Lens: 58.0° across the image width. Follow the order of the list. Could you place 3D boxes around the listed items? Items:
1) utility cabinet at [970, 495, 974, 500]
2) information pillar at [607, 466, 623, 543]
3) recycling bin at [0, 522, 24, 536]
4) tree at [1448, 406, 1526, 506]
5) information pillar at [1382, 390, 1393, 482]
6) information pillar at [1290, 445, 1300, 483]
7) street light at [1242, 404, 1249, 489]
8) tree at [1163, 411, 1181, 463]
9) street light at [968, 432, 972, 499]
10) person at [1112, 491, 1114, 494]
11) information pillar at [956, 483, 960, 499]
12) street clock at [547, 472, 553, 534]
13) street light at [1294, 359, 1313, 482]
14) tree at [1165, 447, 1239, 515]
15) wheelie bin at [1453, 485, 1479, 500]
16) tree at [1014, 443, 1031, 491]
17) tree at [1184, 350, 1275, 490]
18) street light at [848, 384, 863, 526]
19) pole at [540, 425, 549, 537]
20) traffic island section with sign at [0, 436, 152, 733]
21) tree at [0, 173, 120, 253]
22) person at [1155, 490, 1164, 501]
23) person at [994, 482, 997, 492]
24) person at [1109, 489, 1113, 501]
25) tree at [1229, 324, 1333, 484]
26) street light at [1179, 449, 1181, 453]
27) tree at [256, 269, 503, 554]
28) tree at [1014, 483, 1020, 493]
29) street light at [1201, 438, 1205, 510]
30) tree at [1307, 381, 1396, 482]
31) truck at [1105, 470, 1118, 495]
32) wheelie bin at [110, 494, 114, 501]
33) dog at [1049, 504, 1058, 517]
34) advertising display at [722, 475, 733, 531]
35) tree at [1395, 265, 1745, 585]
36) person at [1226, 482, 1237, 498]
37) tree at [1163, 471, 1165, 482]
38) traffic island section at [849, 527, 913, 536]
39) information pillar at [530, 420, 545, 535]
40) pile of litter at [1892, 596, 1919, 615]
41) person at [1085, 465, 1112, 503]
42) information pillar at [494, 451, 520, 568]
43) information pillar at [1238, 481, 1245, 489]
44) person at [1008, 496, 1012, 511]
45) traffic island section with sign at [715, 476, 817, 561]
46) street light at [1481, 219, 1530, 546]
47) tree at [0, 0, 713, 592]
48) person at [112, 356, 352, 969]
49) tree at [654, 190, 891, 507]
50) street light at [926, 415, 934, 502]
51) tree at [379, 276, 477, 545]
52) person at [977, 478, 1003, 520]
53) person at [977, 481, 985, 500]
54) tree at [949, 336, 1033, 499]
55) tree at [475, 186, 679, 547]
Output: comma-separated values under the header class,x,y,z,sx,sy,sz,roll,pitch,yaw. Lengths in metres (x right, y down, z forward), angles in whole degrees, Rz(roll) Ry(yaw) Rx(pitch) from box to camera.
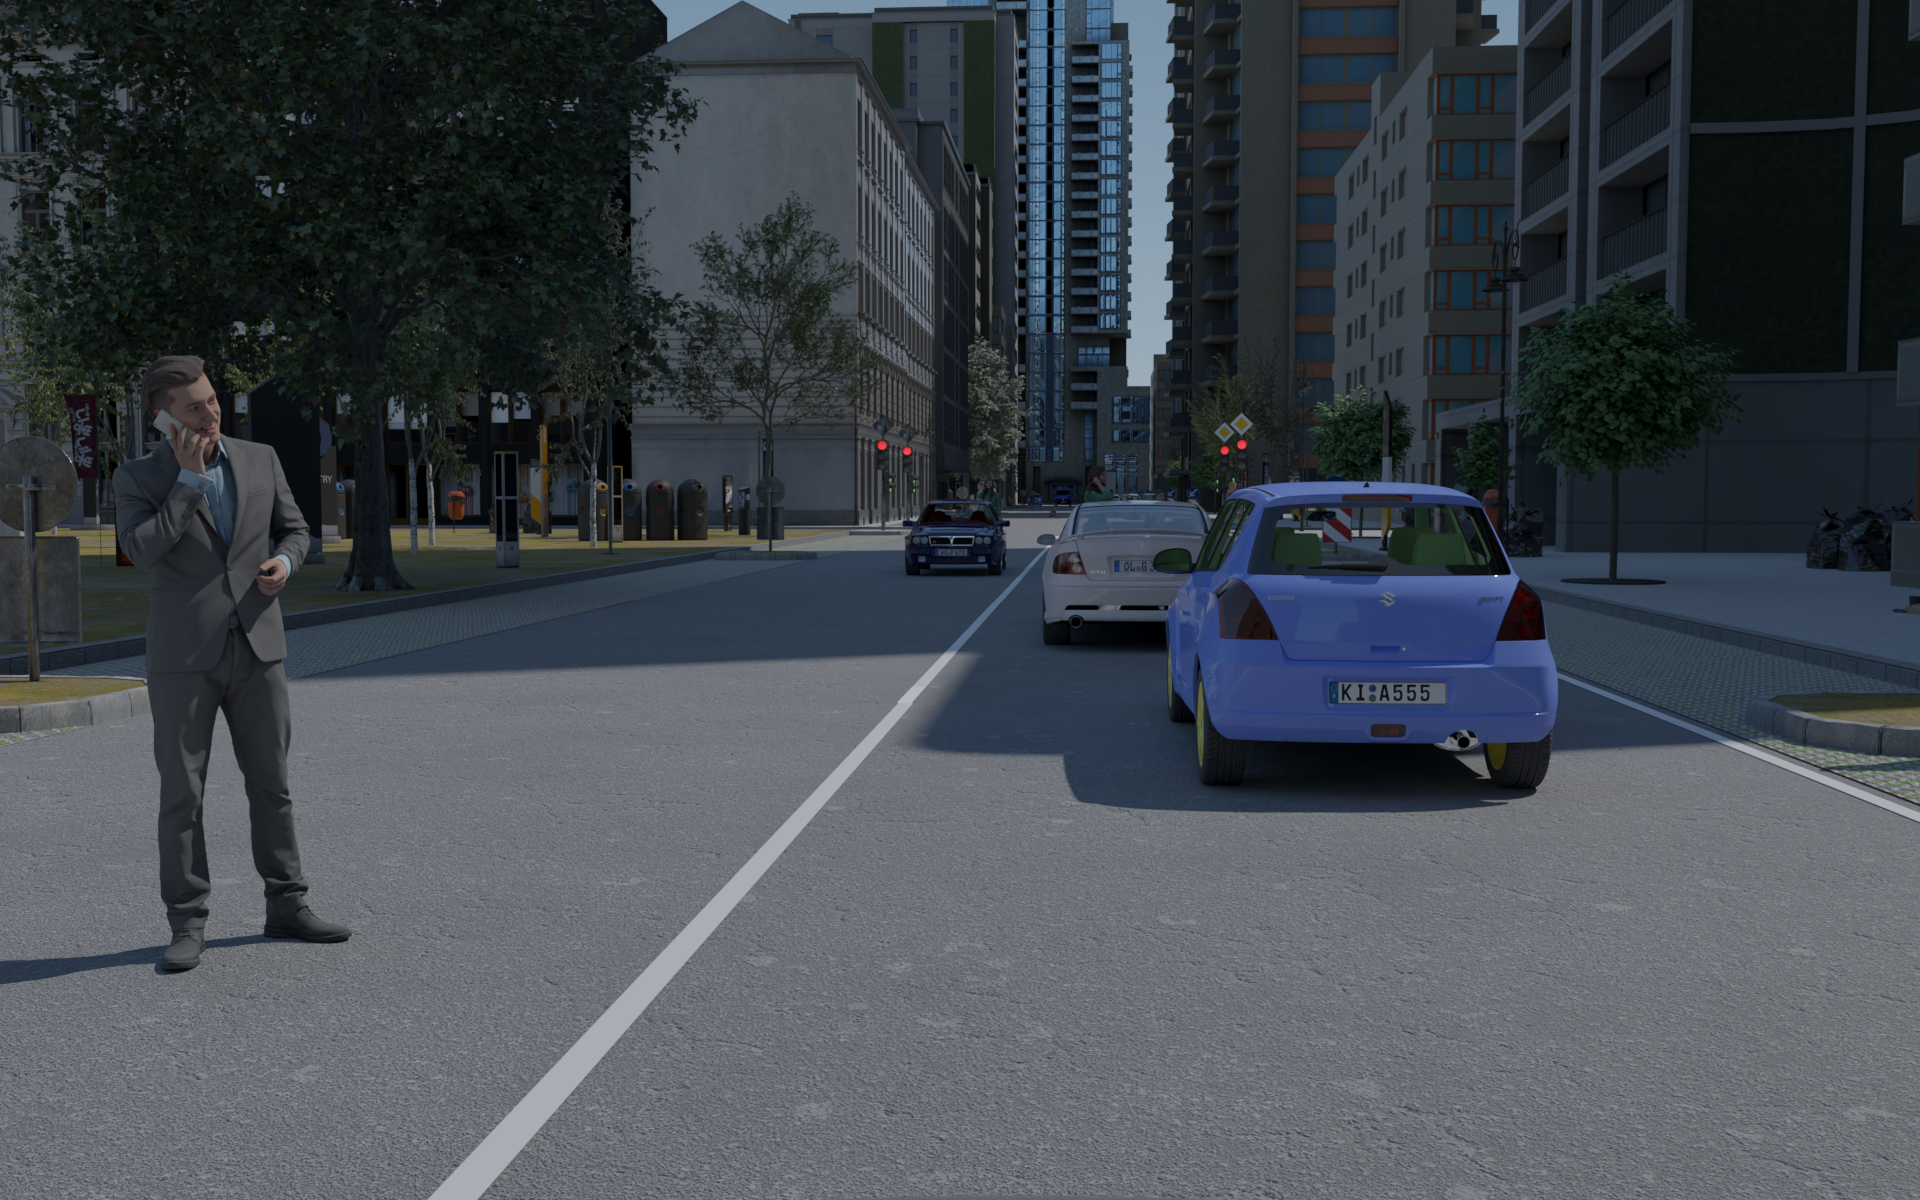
class,x,y,z,sx,sy,sz,roll,pitch,yaw
utility cabinet,0.910,-7.604,135.493,0.306,1.237,1.020,0,4,6
information pillar,-9.106,-2.523,45.747,0.304,2.012,0.304,-2,4,-35
recycling bin,-20.967,-1.573,38.276,0.722,1.027,0.722,0,4,-4
tree,11.664,-2.673,38.302,1.663,3.219,1.824,0,3,0
information pillar,9.592,-2.909,38.914,0.183,3.616,0.504,0,4,-2
information pillar,15.773,-5.517,81.549,0.504,3.616,0.183,1,4,22
street light,13.475,-6.694,82.228,0.468,5.910,1.993,0,4,4
tree,19.377,-12.235,150.403,4.360,8.622,3.978,0,3,0
street light,0.707,-9.579,129.401,0.468,5.910,1.993,0,4,4
person,15.942,-10.604,181.500,1.348,1.869,0.705,0,3,0
information pillar,-0.135,-6.585,112.159,0.304,2.012,0.304,0,4,-2
street clock,-13.225,-3.123,55.631,0.358,2.002,0.471,-1,4,-17
street light,11.729,-5.287,59.229,0.468,5.910,1.993,0,4,4
tree,16.141,-7.668,109.083,4.285,4.588,4.351,0,3,0
wheelie bin,12.903,-2.230,44.362,0.693,1.594,0.980,-1,4,-22
tree,5.672,-14.739,191.347,4.360,8.622,3.978,0,3,0
tree,13.778,-8.418,88.004,4.737,8.622,4.395,0,3,0
street light,-4.191,-5.923,69.628,0.468,5.910,1.993,0,4,4
pole,-12.299,-3.509,51.210,0.158,3.312,0.155,0,3,0
traffic island section with sign,-6.313,-0.153,11.137,1.989,1.847,2.006,0,4,4
tree,-17.460,-5.212,35.578,4.737,8.622,4.395,0,3,0
person,3.509,-1.187,30.506,0.523,1.515,0.503,0,4,0
person,0.728,-2.314,46.604,0.573,1.790,0.520,-1,4,-14
person,11.011,-7.229,126.966,0.793,1.790,0.793,-3,5,-43
tree,13.697,-7.633,75.155,4.360,8.622,3.978,0,3,0
street light,18.173,-10.364,142.242,0.468,5.910,1.993,0,4,4
tree,-11.512,-5.299,37.005,4.737,8.622,4.395,0,3,0
tree,5.842,-12.455,198.235,1.663,3.219,1.824,0,3,0
street light,15.892,-8.543,112.473,0.468,5.910,1.993,0,4,4
tree,11.667,-4.086,50.514,4.285,4.588,4.351,0,3,0
truck,17.273,-13.193,204.615,2.839,4.237,11.283,0,4,5
wheelie bin,-19.945,-2.069,41.738,0.980,1.594,0.693,-1,4,-15
dog,5.744,-5.629,108.870,0.800,0.831,0.513,0,4,7
advertising display,-8.026,-3.340,59.829,0.123,1.923,0.974,0,4,7
tree,9.405,-2.528,25.045,4.285,4.588,4.351,0,3,0
person,8.971,-2.975,57.114,0.573,1.828,0.580,-1,4,-20
tree,18.765,-9.901,145.600,4.285,4.588,4.351,0,3,0
traffic island section,-2.718,-2.366,60.965,2.009,0.180,2.903,0,4,4
information pillar,-13.285,-3.869,54.611,0.504,3.616,0.183,0,4,-6
pile of litter,10.926,-0.270,18.378,1.719,0.858,1.176,3,5,42
person,1.725,-0.807,21.942,0.529,1.795,0.600,1,4,15
information pillar,-7.863,-1.564,30.058,0.304,2.012,0.304,-3,5,-43
information pillar,16.231,-5.826,99.750,0.304,2.012,0.304,2,4,25
person,4.124,-8.018,144.257,0.373,1.253,0.362,-1,4,-9
traffic island section with sign,-4.197,-1.797,38.009,1.989,1.847,2.006,0,4,4
street light,9.234,-3.467,29.477,0.468,5.910,1.993,0,4,4
tree,-8.000,-6.480,22.955,9.611,12.733,9.660,0,3,0
person,-2.237,0.181,5.342,0.655,1.846,0.447,-3,5,-44
tree,-5.597,-7.223,52.505,7.601,10.594,8.767,-2,4,-24
street light,-1.733,-7.759,99.644,0.468,5.910,1.993,0,4,4
tree,-13.263,-5.656,42.842,4.360,8.622,3.978,0,3,0
person,0.675,-1.873,39.374,0.600,1.795,0.529,0,3,0
person,0.691,-2.612,51.298,0.391,1.810,0.635,2,4,33
tree,0.627,-14.183,138.550,9.857,13.997,8.962,0,3,0
tree,-8.816,-5.587,41.705,4.360,8.622,3.978,0,3,0
